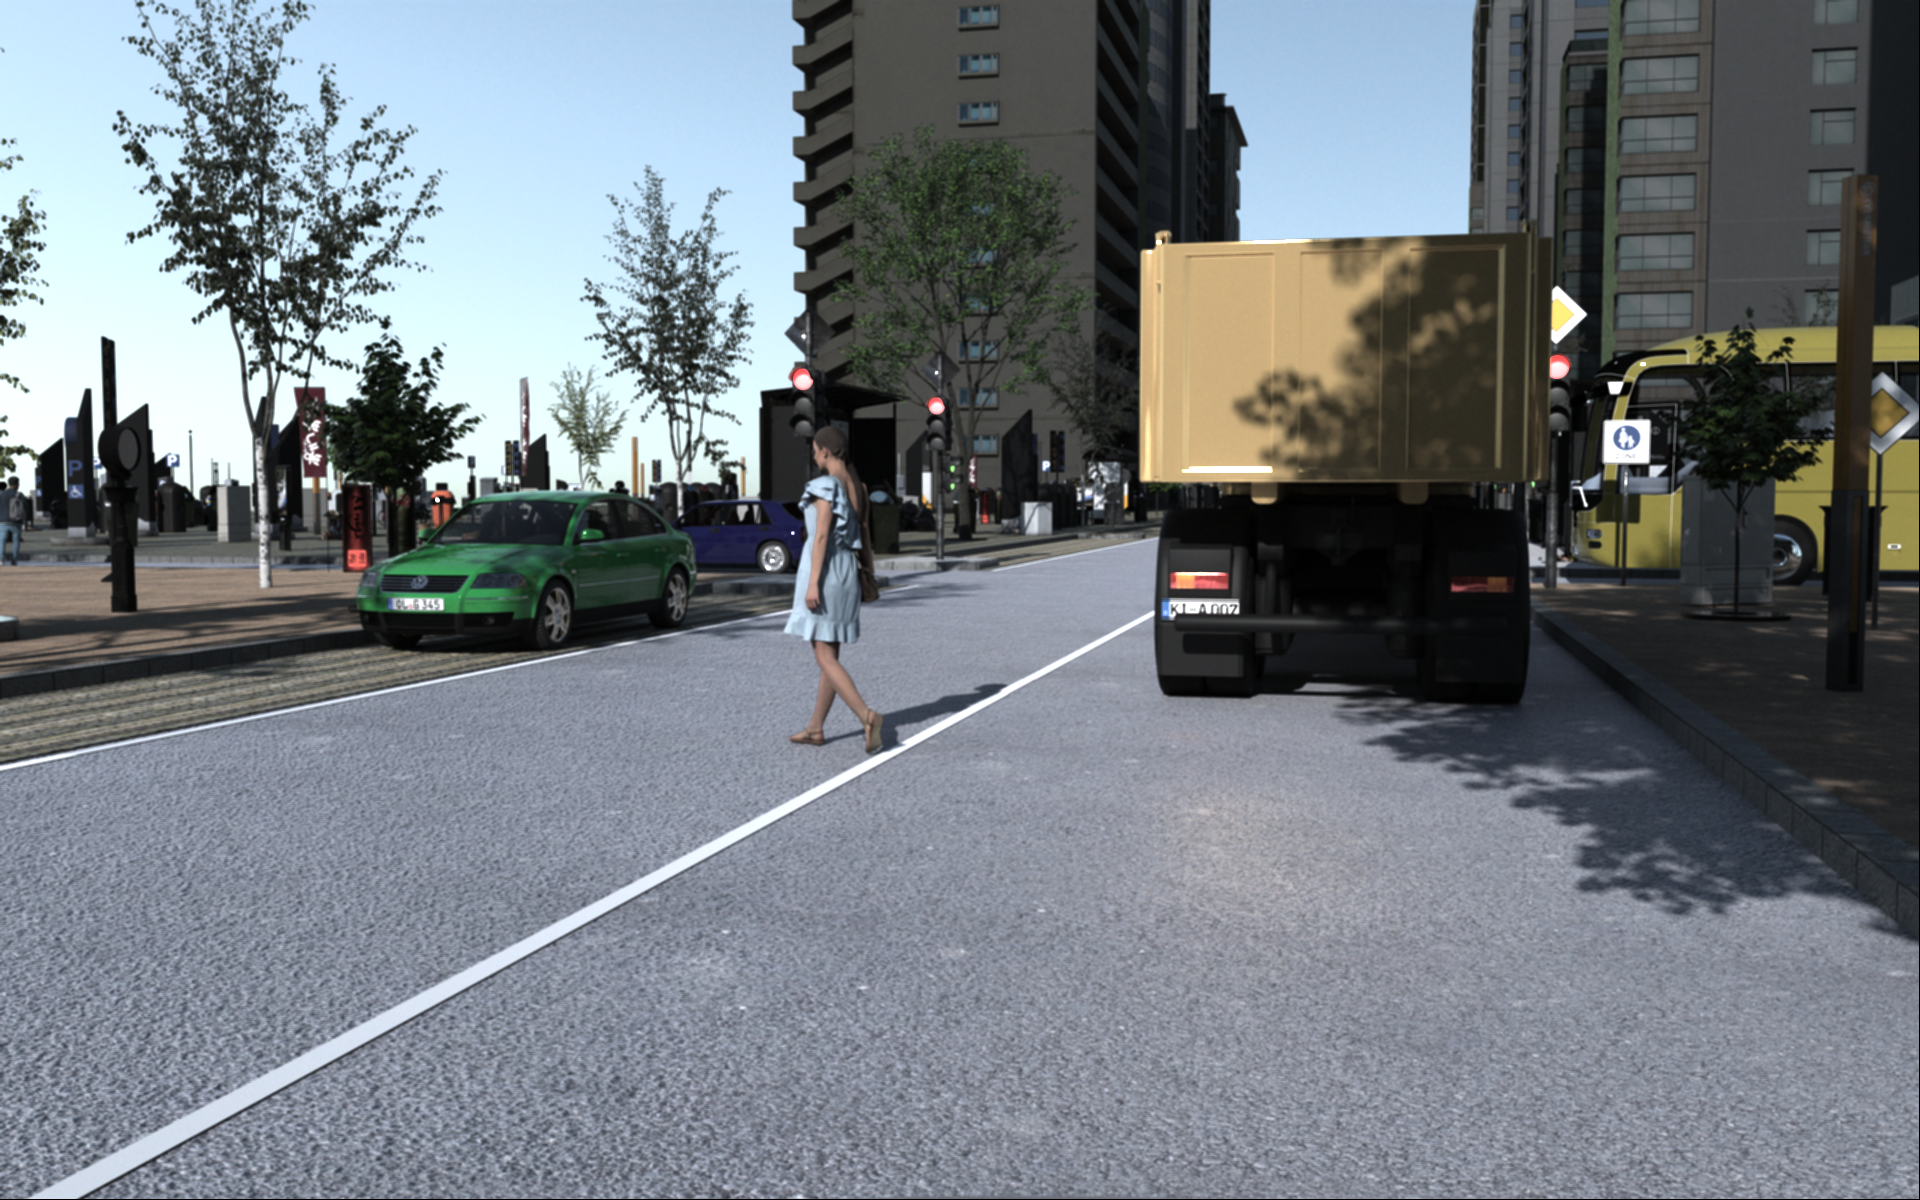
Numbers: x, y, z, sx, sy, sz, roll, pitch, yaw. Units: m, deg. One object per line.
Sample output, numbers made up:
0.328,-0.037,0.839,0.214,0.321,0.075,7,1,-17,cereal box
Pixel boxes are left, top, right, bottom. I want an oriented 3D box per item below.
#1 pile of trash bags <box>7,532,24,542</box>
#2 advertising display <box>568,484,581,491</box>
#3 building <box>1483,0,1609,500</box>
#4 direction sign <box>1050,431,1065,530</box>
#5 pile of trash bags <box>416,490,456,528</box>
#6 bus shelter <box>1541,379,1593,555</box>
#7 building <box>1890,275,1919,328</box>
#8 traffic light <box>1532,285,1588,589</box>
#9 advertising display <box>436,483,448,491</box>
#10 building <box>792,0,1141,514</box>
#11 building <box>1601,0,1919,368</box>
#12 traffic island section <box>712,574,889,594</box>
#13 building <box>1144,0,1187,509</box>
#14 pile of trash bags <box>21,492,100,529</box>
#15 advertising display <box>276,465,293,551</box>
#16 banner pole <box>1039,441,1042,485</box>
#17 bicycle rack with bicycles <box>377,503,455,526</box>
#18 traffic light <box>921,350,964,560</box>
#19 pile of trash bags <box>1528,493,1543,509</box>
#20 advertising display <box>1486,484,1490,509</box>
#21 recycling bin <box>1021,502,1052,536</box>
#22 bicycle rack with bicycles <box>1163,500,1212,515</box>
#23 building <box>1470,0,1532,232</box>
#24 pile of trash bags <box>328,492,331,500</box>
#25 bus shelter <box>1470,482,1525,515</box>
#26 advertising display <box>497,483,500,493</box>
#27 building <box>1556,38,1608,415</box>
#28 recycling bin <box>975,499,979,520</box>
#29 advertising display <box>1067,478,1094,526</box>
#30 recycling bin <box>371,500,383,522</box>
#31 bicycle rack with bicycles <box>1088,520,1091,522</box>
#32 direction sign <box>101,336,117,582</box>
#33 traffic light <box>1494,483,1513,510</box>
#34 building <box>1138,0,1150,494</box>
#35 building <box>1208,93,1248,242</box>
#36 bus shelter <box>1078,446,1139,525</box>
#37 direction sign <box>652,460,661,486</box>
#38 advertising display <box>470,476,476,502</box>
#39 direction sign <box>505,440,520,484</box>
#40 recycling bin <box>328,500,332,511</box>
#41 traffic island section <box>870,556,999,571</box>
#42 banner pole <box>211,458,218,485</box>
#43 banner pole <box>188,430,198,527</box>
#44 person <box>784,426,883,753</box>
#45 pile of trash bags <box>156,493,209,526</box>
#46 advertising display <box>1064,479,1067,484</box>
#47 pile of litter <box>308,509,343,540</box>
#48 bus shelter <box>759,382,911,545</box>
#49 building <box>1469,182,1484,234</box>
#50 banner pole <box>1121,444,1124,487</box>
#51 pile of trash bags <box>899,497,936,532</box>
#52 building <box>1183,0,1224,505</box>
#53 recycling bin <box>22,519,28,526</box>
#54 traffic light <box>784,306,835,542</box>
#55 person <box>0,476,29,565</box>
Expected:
-26.661,-2.226,46.155,3.447,1.369,1.912,2,4,31,pile of trash bags
-24.741,-6.502,111.525,0.974,1.923,0.123,0,4,-2,advertising display
72.719,-40.544,204.888,21.231,58.520,28.212,1,4,14,building
3.489,-4.290,62.142,0.379,3.537,0.876,3,4,37,direction sign
-11.300,-2.008,42.583,3.447,1.369,1.912,0,4,-2,pile of trash bags
13.540,-2.848,37.850,1.731,3.624,6.357,1,4,14,bus shelter
40.065,-44.378,38.248,31.000,86.520,22.319,1,4,14,building
8.027,-2.114,23.477,0.839,4.253,0.868,1,4,14,traffic light
-30.131,-5.843,100.752,0.123,1.923,0.974,1,4,19,advertising display
0.581,-30.430,121.226,21.300,48.544,21.600,1,4,14,building
37.123,-24.245,79.997,14.154,41.232,14.086,1,4,14,building
-2.281,-0.232,26.073,2.009,0.180,2.903,1,4,14,traffic island section
8.890,-37.853,160.893,21.231,58.520,28.212,1,4,14,building
-33.539,-3.340,64.359,3.447,1.369,1.912,-1,4,-12,pile of trash bags
-15.337,-2.086,39.313,0.123,1.923,0.974,-2,4,-34,advertising display
3.620,-5.658,82.525,0.863,3.779,0.401,2,4,33,banner pole
-21.965,-3.523,70.976,2.925,0.926,2.852,2,4,25,bicycle rack with bicycles
-0.372,-2.738,33.693,0.839,4.253,0.868,1,4,14,traffic light
30.976,-5.232,95.303,3.447,1.369,1.912,-1,4,-17,pile of trash bags
14.719,-2.628,48.182,0.123,1.923,0.974,1,4,12,advertising display
2.383,-2.524,53.824,0.722,1.027,0.722,-3,5,-43,recycling bin
13.602,-5.651,105.774,2.925,0.926,2.852,3,5,40,bicycle rack with bicycles
80.423,-49.258,243.612,20.563,71.187,20.611,1,4,14,building
-28.197,-4.066,76.227,1.912,1.369,3.447,-1,4,-8,pile of trash bags
18.677,-4.062,60.332,2.014,3.302,5.546,1,4,13,bus shelter
-27.282,-5.918,101.977,0.123,1.923,0.974,0,4,5,advertising display
45.913,-20.844,112.498,14.160,30.474,14.107,1,4,14,building
0.475,-4.529,86.607,0.722,1.027,0.722,-2,4,-27,recycling bin
4.947,-3.982,70.324,0.974,1.923,0.123,1,4,13,advertising display
-27.274,-4.146,80.337,0.722,1.027,0.722,3,5,43,recycling bin
4.700,-4.012,78.981,2.925,0.926,2.852,-1,4,-17,bicycle rack with bicycles
-12.405,-2.038,25.324,0.379,3.537,0.876,-1,4,-16,direction sign
9.900,-2.588,31.240,0.839,4.253,0.868,1,4,14,traffic light
7.256,-27.878,139.407,14.154,41.232,14.086,1,4,14,building
23.487,-39.500,235.055,28.713,52.752,27.495,1,4,14,building
6.595,-4.963,75.068,2.014,3.302,5.546,1,4,14,bus shelter
-20.096,-7.512,114.812,0.876,3.537,0.379,3,5,42,direction sign
-17.064,-3.394,60.698,0.123,1.923,0.974,-1,4,-12,advertising display
-18.968,-4.982,73.446,0.876,3.537,0.379,3,4,37,direction sign
-26.229,-3.668,72.521,0.722,1.027,0.722,0,4,7,recycling bin
-0.408,-0.707,33.836,2.009,0.180,2.903,1,4,14,traffic island section
-52.076,-8.013,121.026,0.863,3.779,0.401,2,4,30,banner pole
-30.129,-4.766,67.945,0.401,3.779,0.863,-1,4,-20,banner pole
-0.666,-0.070,9.737,0.778,1.811,0.616,3,5,43,person
-31.577,-3.682,69.948,1.912,1.369,3.447,0,4,4,pile of trash bags
4.654,-4.323,75.900,0.123,1.923,0.974,0,4,-3,advertising display
-17.383,-2.111,48.479,1.719,0.858,1.176,2,4,25,pile of litter
-2.744,-2.950,39.520,1.731,3.624,6.357,1,4,13,bus shelter
73.711,-33.256,227.337,14.154,41.232,14.086,1,4,14,building
8.185,-5.971,87.648,0.401,3.779,0.863,0,4,-2,banner pole
-2.615,-2.995,58.725,3.447,1.369,1.912,-1,4,-21,pile of trash bags
21.690,-47.216,210.230,20.563,71.187,20.611,1,4,14,building
-37.588,-3.448,68.926,0.722,1.027,0.722,-1,4,-12,recycling bin
-2.245,-2.264,25.930,0.839,4.253,0.868,1,4,14,traffic light
-18.636,-1.540,34.021,0.623,1.781,0.721,-2,4,-31,person
